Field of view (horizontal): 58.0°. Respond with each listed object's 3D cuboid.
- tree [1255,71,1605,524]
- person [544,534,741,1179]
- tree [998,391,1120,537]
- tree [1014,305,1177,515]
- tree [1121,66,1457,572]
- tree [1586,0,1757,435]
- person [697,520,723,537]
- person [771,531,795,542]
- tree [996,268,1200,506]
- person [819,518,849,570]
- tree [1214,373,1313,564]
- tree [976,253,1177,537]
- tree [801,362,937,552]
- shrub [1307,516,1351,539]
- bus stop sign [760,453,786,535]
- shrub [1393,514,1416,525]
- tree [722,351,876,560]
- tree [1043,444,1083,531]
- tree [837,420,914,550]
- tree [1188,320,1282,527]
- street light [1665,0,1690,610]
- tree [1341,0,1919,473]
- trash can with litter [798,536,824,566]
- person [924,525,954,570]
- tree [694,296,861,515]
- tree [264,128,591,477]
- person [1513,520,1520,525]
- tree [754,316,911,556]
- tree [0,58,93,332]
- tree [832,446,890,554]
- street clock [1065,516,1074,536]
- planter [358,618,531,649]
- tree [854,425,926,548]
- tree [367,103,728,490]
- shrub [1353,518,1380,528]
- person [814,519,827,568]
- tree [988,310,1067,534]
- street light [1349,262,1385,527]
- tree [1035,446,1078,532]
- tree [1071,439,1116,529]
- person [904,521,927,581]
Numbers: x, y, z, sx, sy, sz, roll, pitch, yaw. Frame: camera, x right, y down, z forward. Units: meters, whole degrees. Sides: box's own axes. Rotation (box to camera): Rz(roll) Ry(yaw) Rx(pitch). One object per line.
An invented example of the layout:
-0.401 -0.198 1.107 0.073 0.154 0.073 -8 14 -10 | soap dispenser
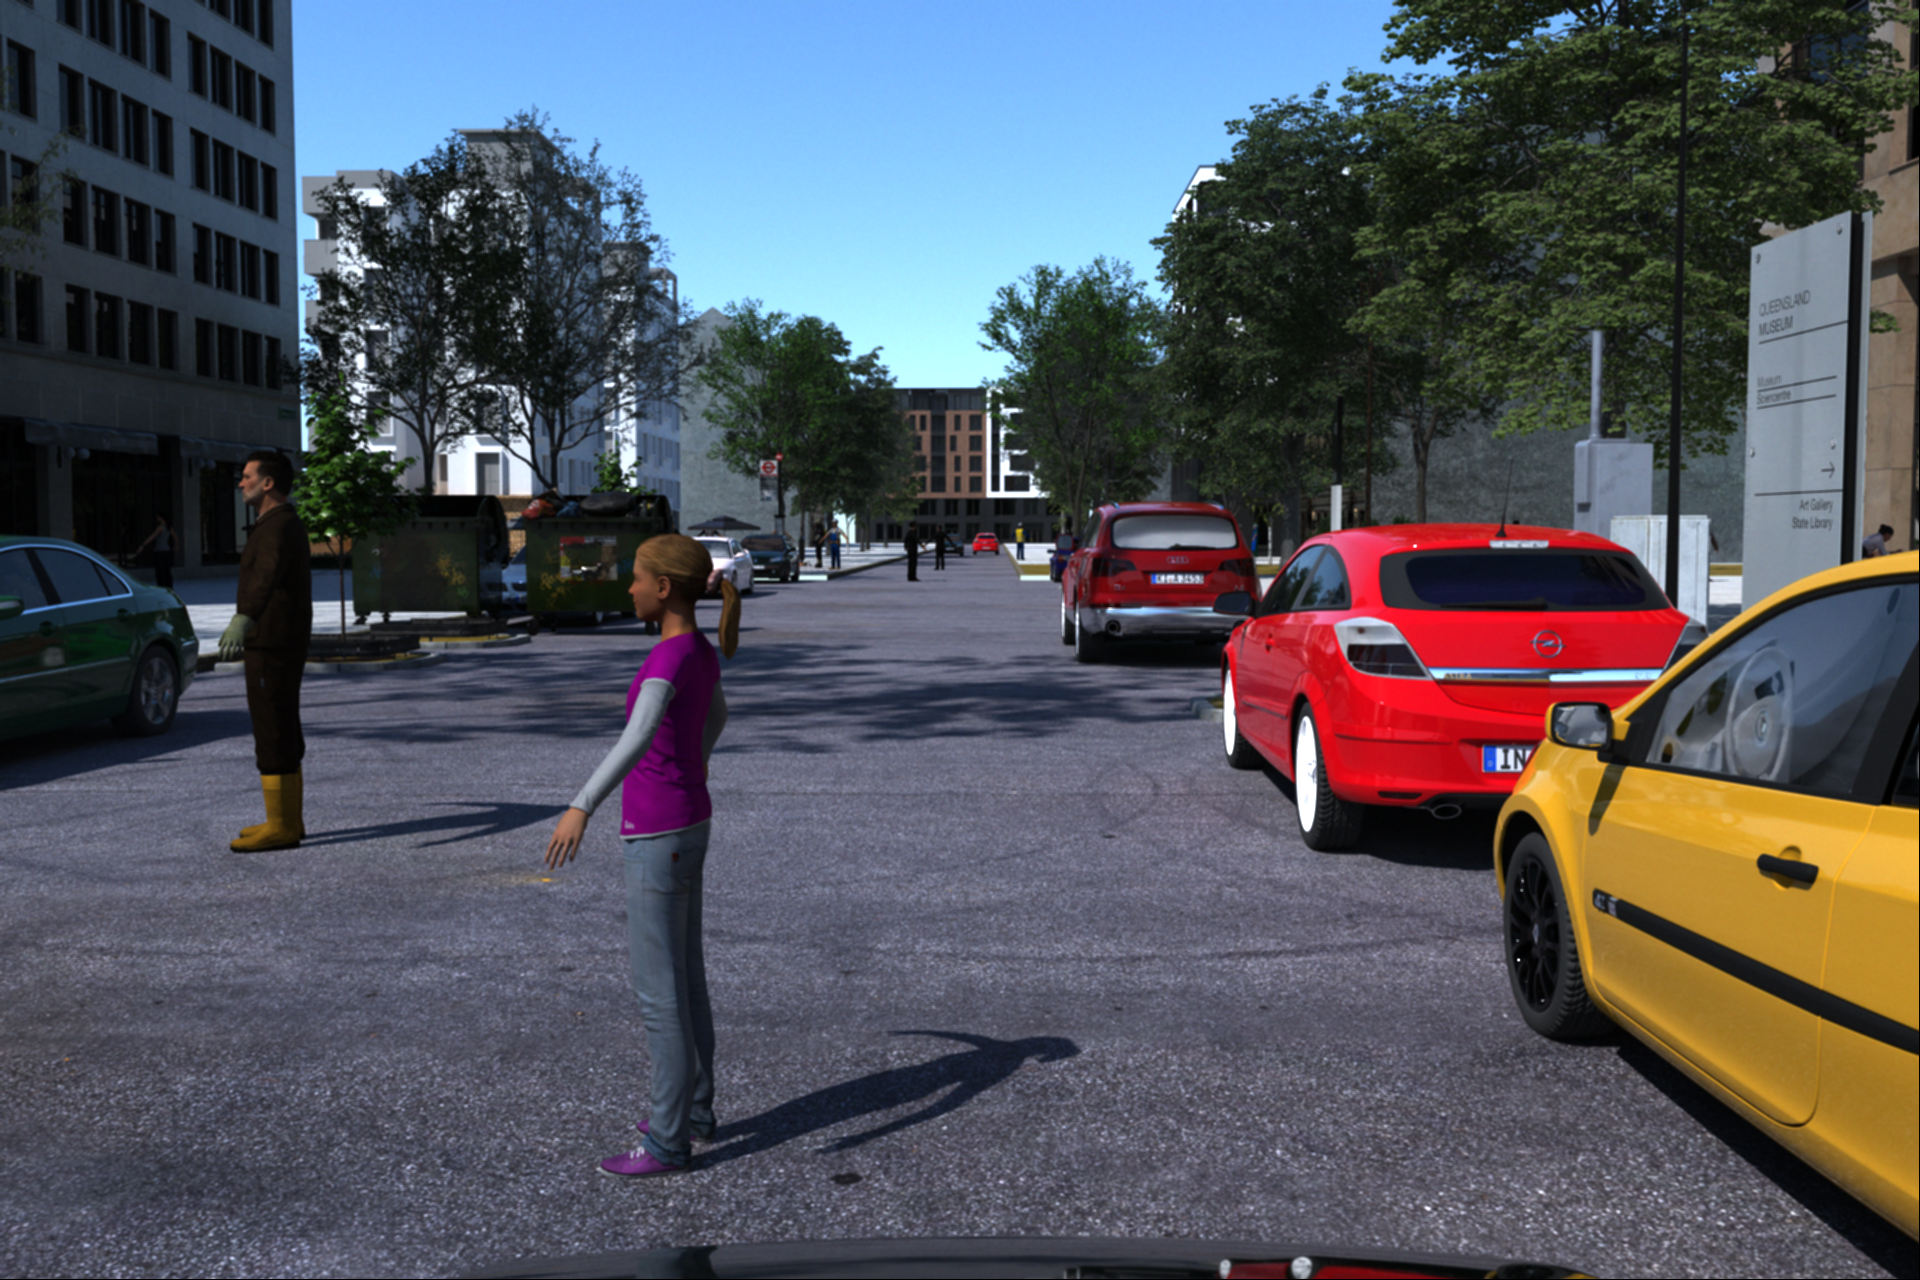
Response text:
9.401 -6.213 36.001 7.601 10.594 8.767 -2 4 -33 | tree
-0.722 0.475 3.961 0.599 1.433 0.991 0 4 8 | person
7.688 -12.537 115.351 12.009 13.543 11.850 0 3 0 | tree
7.433 -11.391 92.894 9.857 13.997 8.962 0 3 0 | tree
9.218 -8.674 48.467 9.857 13.997 8.962 0 3 0 | tree
26.649 -12.417 58.901 12.611 20.169 13.585 0 3 0 | tree
-9.789 -3.770 67.782 1.345 1.843 0.704 -1 4 -12 | person
-6.906 -3.638 66.276 1.217 1.733 0.721 0 4 -6 | person
6.775 -10.446 81.164 12.009 13.543 11.850 0 3 0 | tree
-4.499 -3.456 62.363 1.347 1.847 0.705 2 4 33 | person
12.923 -7.476 72.598 4.737 8.622 4.395 0 3 0 | tree
4.369 -8.546 65.488 9.928 11.665 9.643 0 3 0 | tree
-6.835 -13.017 123.202 12.009 13.543 11.850 0 3 0 | tree
13.812 -3.696 64.466 1.661 2.075 1.752 0 3 0 | shrub
-6.171 -4.190 57.210 0.855 3.939 0.416 0 4 3 | bus stop sign
16.404 -3.688 64.345 1.661 2.075 1.752 0 3 0 | shrub
-7.894 -9.199 84.824 8.767 10.594 7.601 1 4 11 | tree
8.532 -11.186 133.245 4.737 8.622 4.395 0 3 0 | tree
-7.252 -13.043 139.011 9.928 11.665 9.643 0 3 0 | tree
9.255 -6.612 58.475 4.737 8.622 4.395 0 3 0 | tree
6.519 -2.560 14.395 1.470 5.913 1.316 0 4 2 | street light
8.798 -6.419 23.084 7.486 12.596 7.792 0 3 0 | tree
-6.271 -3.624 70.303 1.678 1.210 2.233 0 4 3 | trash can with litter
-0.813 -3.687 68.964 1.346 1.802 0.704 -2 4 -28 | person
-7.986 -9.217 76.460 9.928 11.665 9.643 0 3 0 | tree
-11.821 -6.405 39.128 7.601 10.594 8.767 -3 5 -41 | tree
18.625 -3.120 57.728 0.721 1.740 1.216 0 4 0 | person
-7.542 -11.881 100.913 9.857 13.997 8.962 0 3 0 | tree
-12.871 -4.224 19.417 4.360 8.622 3.978 0 3 0 | tree
-6.922 -9.752 109.814 4.737 8.622 4.395 0 3 0 | tree
4.420 -4.009 70.117 0.358 2.002 0.471 0 4 1 | street clock
-6.690 -0.083 22.498 1.991 0.319 1.994 0 4 1 | planter
-7.111 -14.602 156.874 7.486 12.596 7.792 0 3 0 | tree
-12.012 -8.570 50.495 12.009 13.543 11.850 0 3 0 | tree
16.893 -4.080 71.133 1.690 2.028 1.600 0 3 0 | shrub
-5.380 -3.664 65.683 0.705 1.856 1.354 0 4 0 | person
8.292 -17.714 145.508 12.611 20.169 13.585 0 3 0 | tree
7.037 -3.486 29.783 0.468 5.910 1.993 0 4 2 | street light
7.739 -10.780 126.618 4.737 8.622 4.395 0 3 0 | tree
7.516 -9.540 106.334 4.737 8.622 4.395 0 3 0 | tree
-1.410 -2.702 52.569 0.705 1.837 1.347 -2 4 -29 | person
